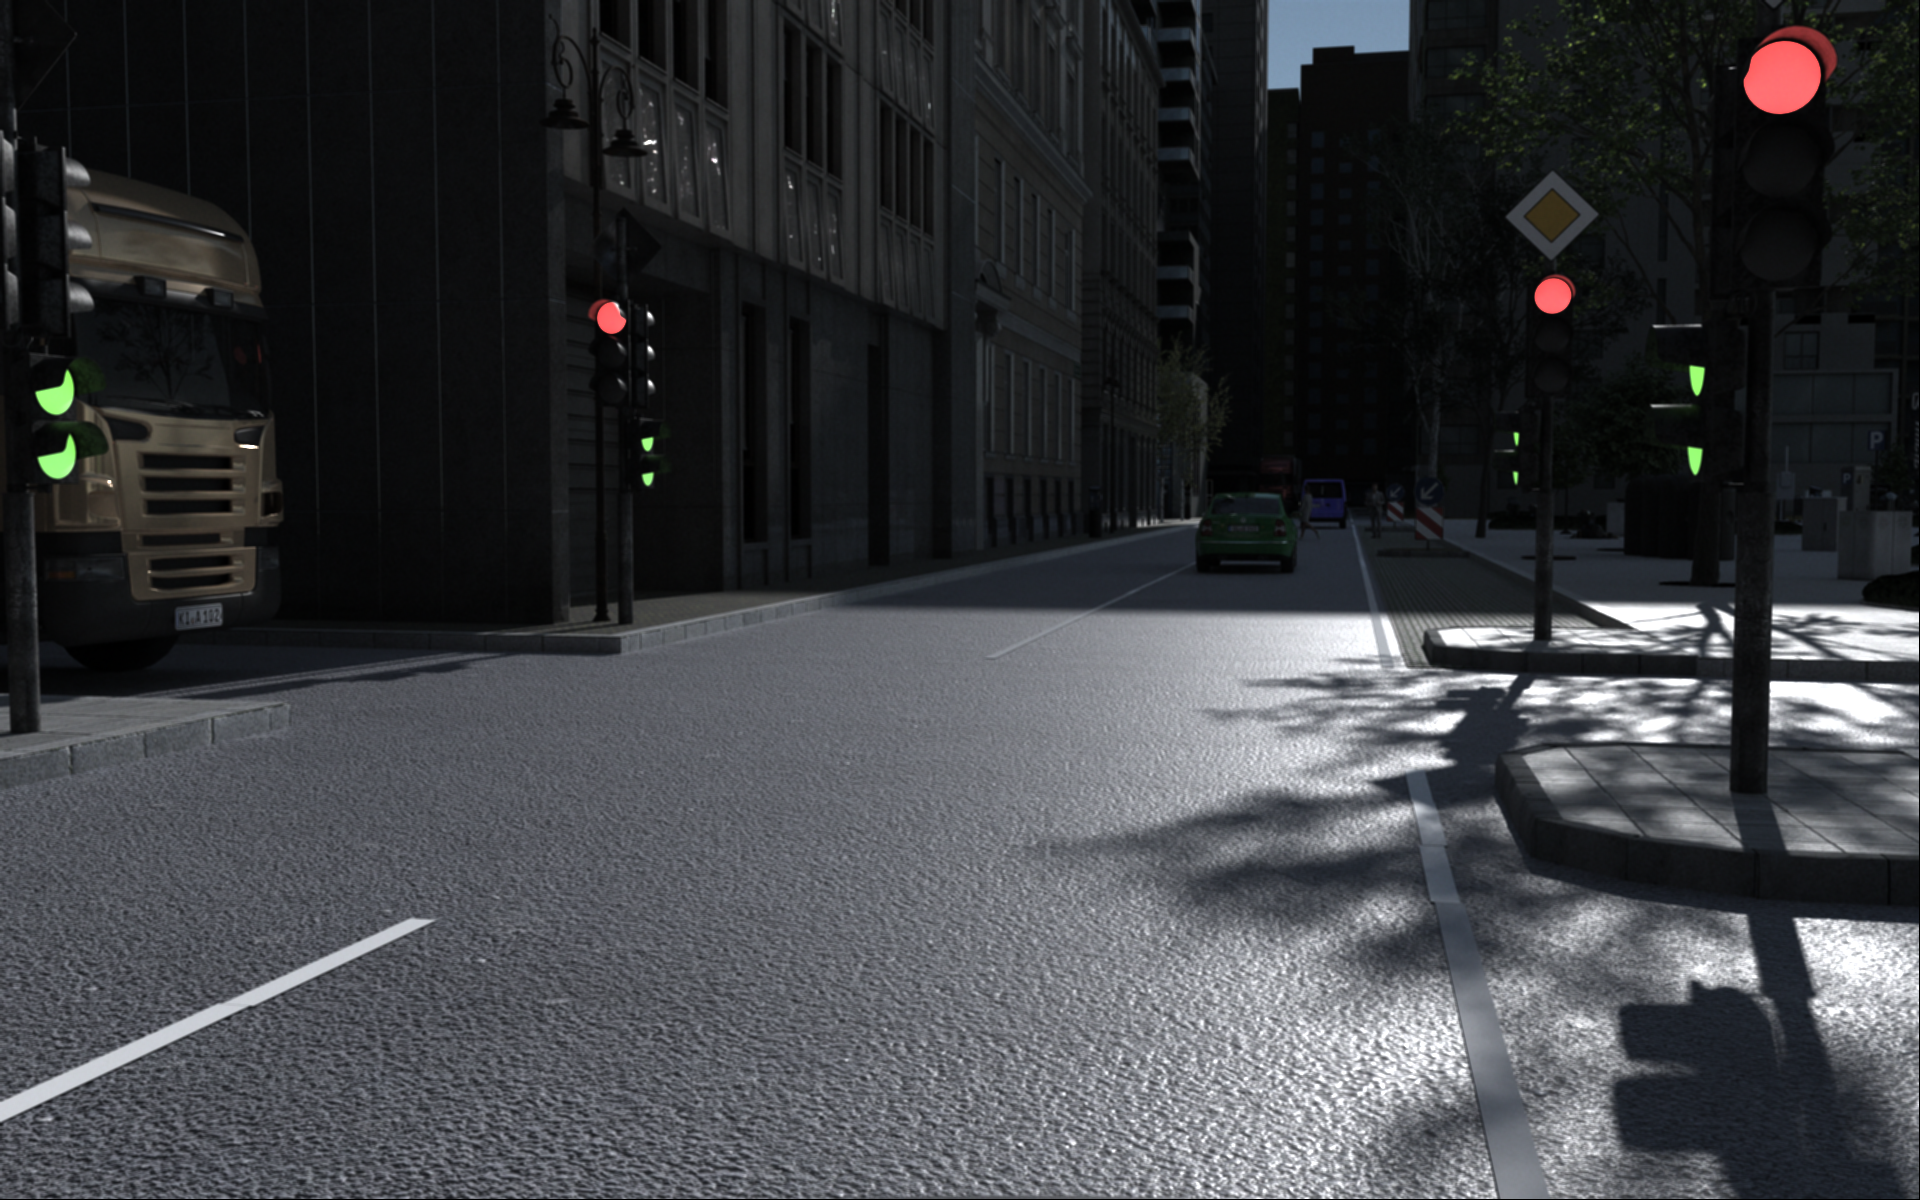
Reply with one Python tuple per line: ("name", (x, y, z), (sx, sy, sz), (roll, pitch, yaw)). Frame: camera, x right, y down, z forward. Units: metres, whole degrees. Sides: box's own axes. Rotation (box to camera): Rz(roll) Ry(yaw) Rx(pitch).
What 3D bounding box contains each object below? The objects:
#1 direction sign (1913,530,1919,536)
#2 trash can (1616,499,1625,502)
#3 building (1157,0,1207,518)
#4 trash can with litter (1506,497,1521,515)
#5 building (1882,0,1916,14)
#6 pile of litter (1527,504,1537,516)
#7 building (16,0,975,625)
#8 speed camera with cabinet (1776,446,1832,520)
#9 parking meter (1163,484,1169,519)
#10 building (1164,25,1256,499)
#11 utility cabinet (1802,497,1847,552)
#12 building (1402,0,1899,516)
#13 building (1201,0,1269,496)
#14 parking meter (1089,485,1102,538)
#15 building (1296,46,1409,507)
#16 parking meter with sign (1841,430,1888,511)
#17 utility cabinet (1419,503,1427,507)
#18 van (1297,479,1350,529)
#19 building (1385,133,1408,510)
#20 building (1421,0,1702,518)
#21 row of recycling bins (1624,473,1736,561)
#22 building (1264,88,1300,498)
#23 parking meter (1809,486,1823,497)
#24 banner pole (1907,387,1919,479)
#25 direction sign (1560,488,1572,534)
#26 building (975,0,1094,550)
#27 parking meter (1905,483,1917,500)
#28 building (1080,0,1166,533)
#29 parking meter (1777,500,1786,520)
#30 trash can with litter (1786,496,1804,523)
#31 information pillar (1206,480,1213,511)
("direction sign", (29.251, -3.709, 52.632), (0.379, 3.537, 0.876), (0, 4, -7))
("trash can", (20.686, -2.568, 53.632), (0.748, 1.137, 0.748), (0, 3, 0))
("building", (4.646, -48.540, 106.294), (22.319, 86.520, 31.000), (1, 4, 12))
("trash can with litter", (22.882, -3.658, 71.203), (0.624, 1.170, 1.055), (0, 4, -4))
("building", (68.676, -29.925, 143.903), (28.867, 44.769, 22.147), (1, 4, 12))
("pile of litter", (25.568, -3.861, 77.086), (1.176, 0.858, 1.719), (-3, 5, -43))
("building", (-7.704, -12.796, 27.244), (12.078, 24.808, 19.932), (1, 4, 12))
("speed camera with cabinet", (34.871, -4.724, 71.580), (2.038, 3.252, 0.660), (1, 4, 23))
("parking meter", (10.735, -5.204, 90.804), (0.399, 1.863, 0.255), (0, 4, -7))
("building", (6.719, -27.124, 135.361), (32.217, 40.220, 23.993), (1, 4, 12))
("utility cabinet", (19.471, -1.705, 39.047), (0.306, 1.237, 1.020), (-1, 4, -16))
("building", (44.441, -32.268, 116.816), (28.713, 52.752, 27.495), (1, 4, 12))
("building", (16.787, -43.871, 155.535), (20.611, 71.187, 20.563), (1, 4, 12))
("parking meter", (3.984, -2.601, 50.942), (0.372, 1.533, 0.369), (0, 3, 0))
("building", (41.857, -32.183, 176.294), (14.200, 45.320, 14.600), (1, 4, 12))
("parking meter with sign", (24.312, -3.108, 47.076), (1.738, 3.016, 0.543), (-1, 4, -23))
("utility cabinet", (19.663, -3.967, 73.547), (0.318, 1.500, 1.173), (1, 4, 13))
("van", (15.405, -4.221, 73.395), (2.240, 2.365, 5.245), (1, 4, 12))
("building", (41.790, -22.533, 140.123), (14.160, 30.474, 14.107), (1, 4, 12))
("building", (33.335, -19.999, 98.689), (14.160, 30.474, 14.107), (1, 4, 12))
("row of recycling bins", (14.474, -1.705, 34.987), (1.069, 1.692, 3.534), (0, 4, -4))
("building", (28.038, -30.326, 179.420), (14.086, 41.232, 14.154), (1, 4, 12))
("parking meter", (26.021, -2.708, 52.681), (0.372, 1.533, 0.369), (0, 3, 0))
("banner pole", (19.849, -2.785, 35.557), (0.863, 3.779, 0.401), (0, 4, -1))
("direction sign", (19.424, -3.879, 55.422), (0.379, 3.537, 0.876), (1, 4, 21))
("building", (-4.196, -15.958, 46.821), (13.634, 28.700, 20.117), (1, 4, 12))
("parking meter", (43.665, -4.516, 79.546), (0.399, 1.863, 0.255), (0, 4, 6))
("building", (1.951, -13.246, 65.726), (9.793, 20.994, 18.267), (1, 4, 12))
("parking meter", (39.912, -4.633, 84.157), (0.372, 1.533, 0.369), (0, 3, 0))
("trash can with litter", (37.894, -4.064, 77.507), (1.678, 1.210, 2.233), (-2, 4, -35))
("information pillar", (12.810, -5.168, 88.991), (0.304, 2.012, 0.304), (0, 4, 6))
